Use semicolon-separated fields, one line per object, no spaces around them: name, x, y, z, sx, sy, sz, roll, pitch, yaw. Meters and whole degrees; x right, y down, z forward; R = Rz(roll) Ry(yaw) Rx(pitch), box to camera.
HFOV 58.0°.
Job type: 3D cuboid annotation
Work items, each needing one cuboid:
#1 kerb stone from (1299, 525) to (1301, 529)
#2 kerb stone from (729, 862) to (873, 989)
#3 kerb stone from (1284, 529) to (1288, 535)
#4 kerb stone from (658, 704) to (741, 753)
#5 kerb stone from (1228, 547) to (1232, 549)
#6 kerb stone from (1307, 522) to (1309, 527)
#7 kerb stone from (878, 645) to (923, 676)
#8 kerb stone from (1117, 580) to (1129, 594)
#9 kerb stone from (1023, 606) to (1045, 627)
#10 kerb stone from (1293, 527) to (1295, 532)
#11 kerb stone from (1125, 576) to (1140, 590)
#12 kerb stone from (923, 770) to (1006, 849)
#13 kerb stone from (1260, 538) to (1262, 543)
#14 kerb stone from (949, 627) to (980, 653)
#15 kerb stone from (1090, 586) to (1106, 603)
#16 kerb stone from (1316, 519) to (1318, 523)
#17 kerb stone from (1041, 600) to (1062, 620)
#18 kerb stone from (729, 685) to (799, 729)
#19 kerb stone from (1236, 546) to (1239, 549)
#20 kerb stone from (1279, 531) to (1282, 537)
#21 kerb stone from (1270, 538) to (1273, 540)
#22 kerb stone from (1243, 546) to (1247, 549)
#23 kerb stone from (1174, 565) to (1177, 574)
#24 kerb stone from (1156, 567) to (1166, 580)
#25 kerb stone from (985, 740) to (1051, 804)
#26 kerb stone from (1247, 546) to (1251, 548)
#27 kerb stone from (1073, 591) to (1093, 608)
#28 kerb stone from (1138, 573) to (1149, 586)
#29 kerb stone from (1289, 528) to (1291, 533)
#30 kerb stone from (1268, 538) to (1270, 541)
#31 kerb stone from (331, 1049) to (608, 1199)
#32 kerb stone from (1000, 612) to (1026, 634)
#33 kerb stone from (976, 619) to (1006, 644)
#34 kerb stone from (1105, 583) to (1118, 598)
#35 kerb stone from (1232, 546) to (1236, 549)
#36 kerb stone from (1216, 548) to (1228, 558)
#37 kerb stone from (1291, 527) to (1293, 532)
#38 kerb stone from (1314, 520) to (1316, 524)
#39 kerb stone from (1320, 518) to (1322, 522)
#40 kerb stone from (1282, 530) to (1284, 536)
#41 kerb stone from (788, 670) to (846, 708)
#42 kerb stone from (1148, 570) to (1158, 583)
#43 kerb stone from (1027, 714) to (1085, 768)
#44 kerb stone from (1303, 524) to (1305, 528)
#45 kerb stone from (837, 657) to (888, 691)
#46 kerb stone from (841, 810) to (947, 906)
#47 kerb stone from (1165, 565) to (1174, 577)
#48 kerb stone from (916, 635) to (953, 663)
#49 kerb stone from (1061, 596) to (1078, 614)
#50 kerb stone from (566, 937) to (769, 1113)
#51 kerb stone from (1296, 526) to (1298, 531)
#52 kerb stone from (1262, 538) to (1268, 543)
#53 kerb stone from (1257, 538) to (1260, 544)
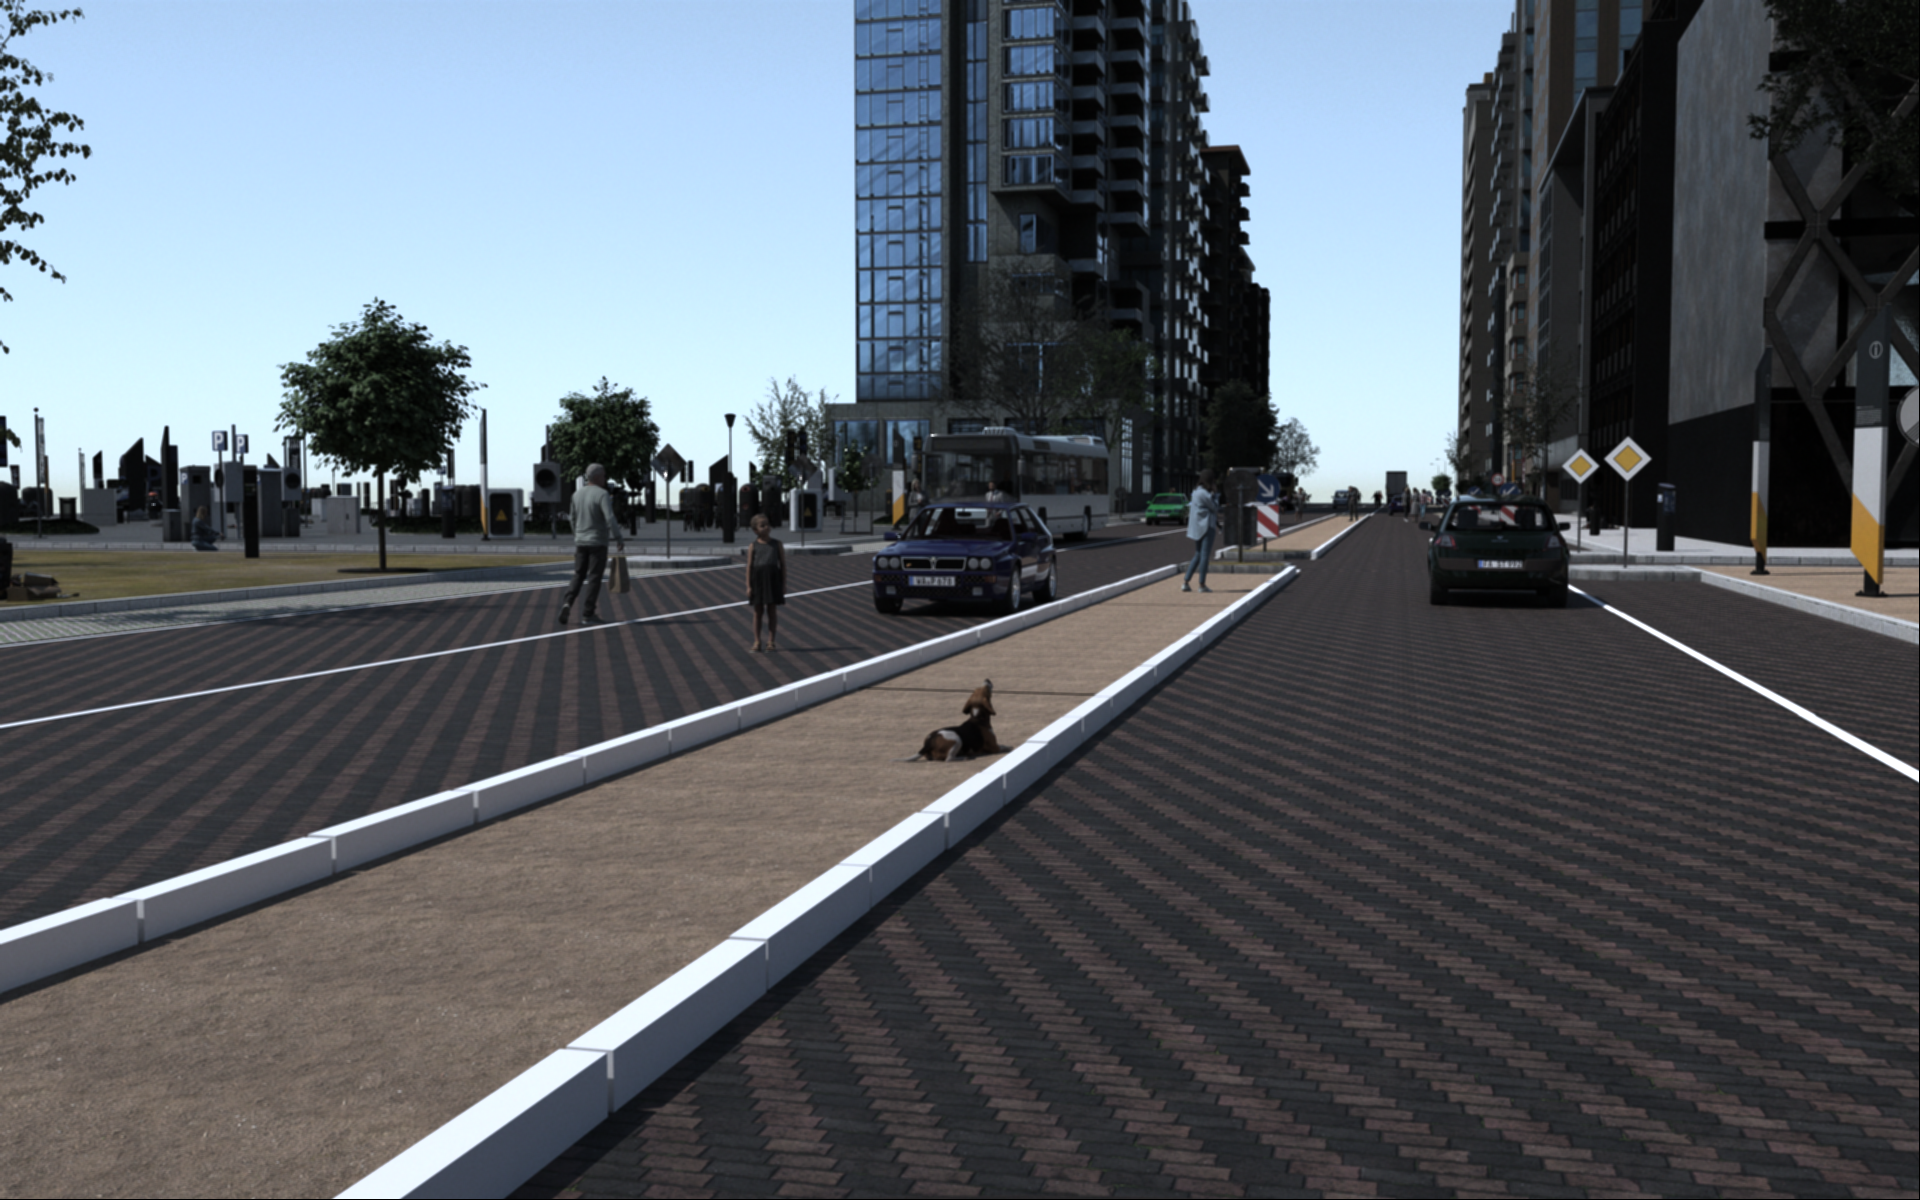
kerb stone;13.218;-2.811;68.165;0.120;0.150;1.000;1;4;14
kerb stone;-0.490;1.021;5.497;0.120;0.150;1.000;1;4;14
kerb stone;11.208;-2.325;60.208;0.120;0.150;1.000;1;4;14
kerb stone;-1.518;0.747;9.981;0.120;0.150;1.000;1;4;14
kerb stone;6.176;-1.105;40.323;0.120;0.150;1.000;1;4;14
kerb stone;14.729;-3.173;74.123;0.120;0.150;1.000;1;4;14
kerb stone;-0.512;0.504;13.960;0.120;0.150;1.000;1;4;14
kerb stone;2.261;-0.158;24.898;0.120;0.150;1.000;1;4;14
kerb stone;0.747;0.202;18.926;0.120;0.150;1.000;1;4;14
kerb stone;12.217;-2.569;64.192;0.120;0.150;1.000;1;4;14
kerb stone;2.514;-0.226;25.891;0.120;0.150;1.000;1;4;14
kerb stone;0.019;0.900;7.478;0.120;0.150;1.000;1;4;14
kerb stone;8.430;-1.655;49.274;0.120;0.150;1.000;1;4;14
kerb stone;-0.015;0.386;15.946;0.120;0.150;1.000;1;4;14
kerb stone;1.756;-0.043;22.906;0.120;0.150;1.000;1;4;14
kerb stone;16.744;-3.660;82.074;0.120;0.150;1.000;1;4;14
kerb stone;0.993;0.139;19.919;0.120;0.150;1.000;1;4;14
kerb stone;-1.263;0.687;10.972;0.120;0.150;1.000;1;4;14
kerb stone;6.680;-1.227;42.321;0.120;0.150;1.000;1;4;14
kerb stone;10.453;-2.142;57.225;0.120;0.150;1.000;1;4;14
kerb stone;9.438;-1.899;53.249;0.120;0.150;1.000;1;4;14
kerb stone;7.180;-1.352;44.311;0.120;0.150;1.000;1;4;14
kerb stone;3.772;-0.531;30.871;0.120;0.150;1.000;1;4;14
kerb stone;3.269;-0.409;28.884;0.120;0.150;1.000;1;4;14
kerb stone;0.274;0.843;8.474;0.120;0.150;1.000;1;4;14
kerb stone;7.432;-1.413;45.302;0.120;0.150;1.000;1;4;14
kerb stone;1.501;0.017;21.916;0.120;0.150;1.000;1;4;14
kerb stone;2.762;-0.286;26.891;0.120;0.150;1.000;1;4;14
kerb stone;11.707;-2.446;62.193;0.120;0.150;1.000;1;4;14
kerb stone;9.186;-1.837;52.250;0.120;0.150;1.000;1;4;14
kerb stone;-0.991;1.143;3.510;0.120;0.150;1.000;1;4;14
kerb stone;0.493;0.261;17.935;0.120;0.150;1.000;1;4;14
kerb stone;0.254;0.321;16.939;0.120;0.150;1.000;1;4;14
kerb stone;2.010;-0.105;23.907;0.120;0.150;1.000;1;4;14
kerb stone;6.422;-1.170;41.326;0.120;0.150;1.000;1;4;14
kerb stone;5.917;-1.048;39.334;0.120;0.150;1.000;1;4;14
kerb stone;11.962;-2.508;63.194;0.120;0.150;1.000;1;4;14
kerb stone;16.247;-3.538;80.092;0.120;0.150;1.000;1;4;14
kerb stone;17.752;-3.900;86.044;0.120;0.150;1.000;1;4;14
kerb stone;10.696;-2.203;58.218;0.120;0.150;1.000;1;4;14
kerb stone;-1.017;0.625;11.976;0.120;0.150;1.000;1;4;14
kerb stone;3.020;-0.343;27.893;0.120;0.150;1.000;1;4;14
kerb stone;0.522;0.778;9.478;0.120;0.150;1.000;1;4;14
kerb stone;13.975;-2.994;71.140;0.120;0.150;1.000;1;4;14
kerb stone;-0.758;0.564;12.968;0.120;0.150;1.000;1;4;14
kerb stone;-0.242;0.962;6.489;0.120;0.150;1.000;1;4;14
kerb stone;3.519;-0.470;29.875;0.120;0.150;1.000;1;4;14
kerb stone;-0.263;0.443;14.954;0.120;0.150;1.000;1;4;14
kerb stone;1.250;0.083;20.920;0.120;0.150;1.000;1;4;14
kerb stone;-0.737;1.085;4.505;0.120;0.150;1.000;1;4;14
kerb stone;12.715;-2.690;66.176;0.120;0.150;1.000;1;4;14
kerb stone;8.935;-1.772;51.258;0.120;0.150;1.000;1;4;14
kerb stone;8.188;-1.595;48.280;0.120;0.150;1.000;1;4;14
